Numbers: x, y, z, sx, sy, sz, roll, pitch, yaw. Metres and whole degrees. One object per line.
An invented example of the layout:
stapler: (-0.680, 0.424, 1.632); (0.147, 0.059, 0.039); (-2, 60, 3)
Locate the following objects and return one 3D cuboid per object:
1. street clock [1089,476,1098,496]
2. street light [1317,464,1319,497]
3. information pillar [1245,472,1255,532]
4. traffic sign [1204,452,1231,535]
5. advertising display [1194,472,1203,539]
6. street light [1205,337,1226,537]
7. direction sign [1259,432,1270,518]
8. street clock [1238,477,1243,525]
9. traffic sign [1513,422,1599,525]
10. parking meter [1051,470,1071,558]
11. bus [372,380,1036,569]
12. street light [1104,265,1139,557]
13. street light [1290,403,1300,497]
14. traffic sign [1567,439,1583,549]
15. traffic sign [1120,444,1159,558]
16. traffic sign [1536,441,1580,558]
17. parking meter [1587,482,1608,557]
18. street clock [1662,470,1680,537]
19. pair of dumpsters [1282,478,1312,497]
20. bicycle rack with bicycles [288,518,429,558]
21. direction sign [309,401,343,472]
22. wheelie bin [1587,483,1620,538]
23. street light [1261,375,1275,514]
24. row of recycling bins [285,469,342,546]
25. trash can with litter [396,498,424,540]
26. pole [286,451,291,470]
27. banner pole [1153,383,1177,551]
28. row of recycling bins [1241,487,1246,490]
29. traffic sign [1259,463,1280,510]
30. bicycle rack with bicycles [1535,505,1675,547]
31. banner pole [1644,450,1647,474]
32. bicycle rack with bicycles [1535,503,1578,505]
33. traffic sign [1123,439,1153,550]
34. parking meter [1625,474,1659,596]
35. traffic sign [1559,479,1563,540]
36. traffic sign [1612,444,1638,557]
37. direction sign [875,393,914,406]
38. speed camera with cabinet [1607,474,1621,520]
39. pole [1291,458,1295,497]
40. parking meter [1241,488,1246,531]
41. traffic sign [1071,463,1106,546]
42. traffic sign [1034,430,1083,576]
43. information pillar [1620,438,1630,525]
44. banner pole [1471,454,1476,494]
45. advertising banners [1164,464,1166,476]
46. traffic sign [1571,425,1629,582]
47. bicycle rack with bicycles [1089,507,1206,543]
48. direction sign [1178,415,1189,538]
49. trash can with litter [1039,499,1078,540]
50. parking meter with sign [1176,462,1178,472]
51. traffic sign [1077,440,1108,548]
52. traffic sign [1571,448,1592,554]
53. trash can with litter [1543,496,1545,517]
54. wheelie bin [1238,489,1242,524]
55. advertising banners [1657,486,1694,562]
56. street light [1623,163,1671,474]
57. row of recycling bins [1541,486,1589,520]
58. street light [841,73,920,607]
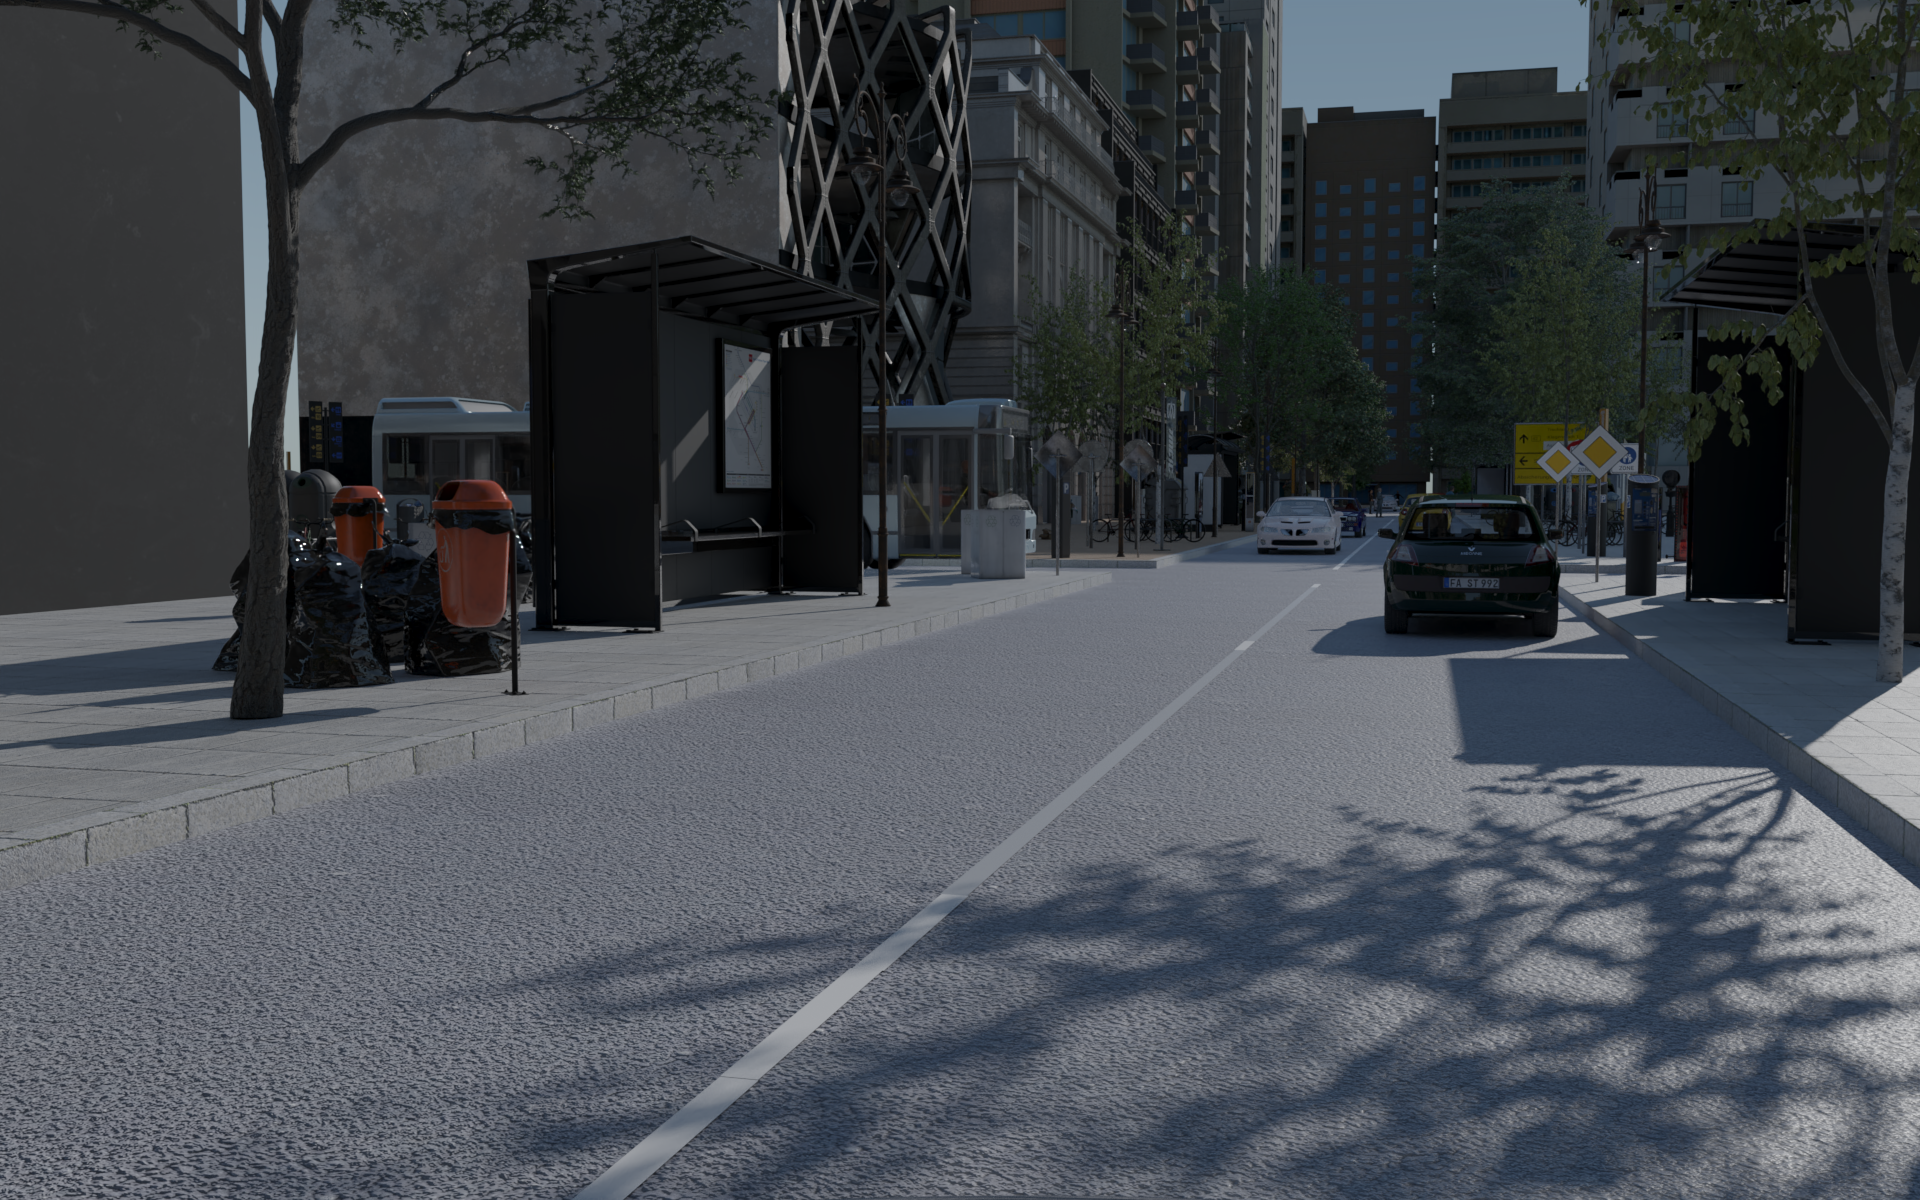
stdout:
street clock: (5.381, -3.988, 69.768); (0.358, 2.002, 0.471); (1, 4, 9)
street light: (20.659, -7.781, 100.007); (0.468, 5.910, 1.993); (1, 4, 15)
information pillar: (9.867, -3.330, 58.935); (0.304, 2.012, 0.304); (1, 4, 11)
traffic sign: (7.973, -3.286, 53.723); (0.884, 2.594, 0.081); (2, 4, 25)
advertising display: (6.931, -2.755, 50.263); (0.123, 1.923, 0.974); (1, 4, 15)
street light: (7.542, -4.798, 51.234); (0.468, 5.910, 1.993); (1, 4, 15)
direction sign: (11.193, -4.386, 63.700); (0.379, 3.537, 0.876); (2, 4, 33)
street clock: (11.355, -4.064, 71.022); (0.471, 2.002, 0.358); (2, 4, 35)
traffic sign: (16.873, -3.379, 49.117); (2.265, 3.308, 0.079); (1, 4, 23)
parking meter: (2.024, -1.772, 34.685); (0.255, 1.863, 0.399); (2, 4, 33)
bus: (-4.430, -2.290, 32.299); (13.247, 3.499, 2.948); (1, 4, 16)
street light: (3.283, -3.816, 35.176); (0.468, 5.910, 1.993); (1, 4, 15)
street light: (16.271, -6.801, 83.985); (0.468, 5.910, 1.993); (1, 4, 15)
traffic sign: (14.486, -2.467, 40.440); (0.768, 2.556, 0.104); (1, 4, 17)
traffic sign: (3.601, -1.912, 34.911); (0.795, 2.450, 0.064); (1, 4, 15)
traffic sign: (11.320, -1.785, 32.832); (0.795, 2.450, 0.064); (1, 4, 15)
parking meter: (13.076, -1.660, 35.545); (0.372, 1.533, 0.369); (0, 3, 0)
street clock: (21.282, -2.893, 51.873); (0.471, 2.002, 0.358); (0, 4, 3)
pair of dumpsters: (19.657, -6.034, 101.153); (1.574, 2.255, 4.437); (1, 4, 15)
bicycle rack with bicycles: (-8.984, -0.748, 25.615); (2.852, 0.926, 2.925); (1, 4, 11)
direction sign: (-15.509, -3.085, 42.431); (0.379, 3.537, 0.876); (3, 4, 39)
wheelie bin: (18.951, -2.640, 51.065); (0.980, 1.594, 0.693); (3, 5, 44)
street light: (11.935, -5.778, 67.255); (0.468, 5.910, 1.993); (1, 4, 15)
row of recycling bins: (-11.903, -1.392, 29.880); (3.534, 1.692, 1.069); (2, 4, 34)
trash can with litter: (-8.902, -1.115, 29.290); (1.678, 1.210, 2.233); (2, 4, 33)
pole: (-32.082, -5.443, 82.830); (0.158, 3.312, 0.155); (0, 3, 0)
banner pole: (4.707, -3.013, 39.286); (0.401, 3.779, 0.863); (3, 4, 36)
row of recycling bins: (16.038, -5.914, 103.806); (1.069, 1.692, 3.534); (-3, 5, -41)
traffic sign: (12.608, -4.320, 70.629); (0.884, 2.594, 0.081); (2, 4, 23)
bicycle rack with bicycles: (15.894, -1.835, 43.389); (2.925, 0.926, 2.852); (0, 4, -4)
banner pole: (34.273, -5.940, 87.136); (0.863, 3.779, 0.401); (-3, 4, -36)
bicycle rack with bicycles: (21.711, -2.940, 61.451); (2.852, 0.926, 2.925); (-3, 5, -44)
traffic sign: (4.079, -2.440, 39.994); (0.768, 2.556, 0.104); (2, 4, 25)
parking meter: (8.620, -0.824, 21.886); (0.372, 1.533, 0.369); (0, 3, 0)
traffic sign: (16.884, -2.970, 48.662); (0.768, 2.556, 0.104); (2, 4, 24)
traffic sign: (13.466, -2.012, 35.033); (0.606, 2.300, 0.079); (1, 4, 15)
direction sign: (-1.474, -2.885, 39.162); (0.876, 3.537, 0.379); (-1, 4, -15)
speed camera with cabinet: (30.910, -5.281, 80.684); (2.038, 3.252, 0.660); (-3, 4, -38)
pole: (19.004, -6.422, 98.839); (0.158, 3.312, 0.155); (0, 3, 0)
parking meter: (9.962, -3.163, 60.126); (0.372, 1.533, 0.369); (0, 3, 0)
traffic sign: (3.127, -2.589, 42.338); (0.884, 2.594, 0.081); (2, 4, 24)
traffic sign: (1.538, -1.441, 27.196); (0.795, 2.450, 0.064); (1, 4, 15)
information pillar: (27.665, -4.933, 72.009); (0.504, 3.616, 0.183); (-2, 4, -33)
banner pole: (28.630, -6.519, 96.603); (0.401, 3.779, 0.863); (0, 4, 1)
advertising banners: (12.562, -6.331, 99.704); (2.074, 3.025, 0.090); (2, 4, 30)
traffic sign: (9.256, -1.313, 25.118); (0.795, 2.450, 0.064); (1, 4, 15)
bicycle rack with bicycles: (5.211, -2.027, 46.522); (2.925, 0.926, 2.852); (2, 4, 26)
direction sign: (6.451, -3.559, 50.193); (0.379, 3.537, 0.876); (-1, 4, -10)
trash can with litter: (2.761, -2.293, 48.879); (1.055, 1.170, 0.624); (-3, 5, -42)
parking meter with sign: (12.243, -5.976, 93.969); (0.543, 3.016, 1.738); (2, 4, 25)
traffic sign: (3.100, -2.494, 40.887); (0.768, 2.556, 0.104); (1, 4, 21)
traffic sign: (13.416, -2.146, 37.220); (0.606, 2.300, 0.079); (1, 4, 22)
trash can with litter: (30.152, -4.790, 89.704); (0.624, 1.170, 1.055); (1, 4, 21)
wheelie bin: (11.694, -4.014, 73.538); (0.693, 1.594, 0.980); (3, 5, 40)
advertising banners: (13.747, -2.239, 32.788); (2.074, 3.025, 0.090); (-1, 4, -11)
street light: (9.699, -3.168, 24.589); (0.468, 5.910, 1.993); (1, 4, 15)
row of recycling bins: (30.018, -4.844, 86.319); (3.534, 1.692, 1.069); (1, 4, 14)
street light: (-0.879, -2.863, 19.604); (0.468, 5.910, 1.993); (1, 4, 15)
